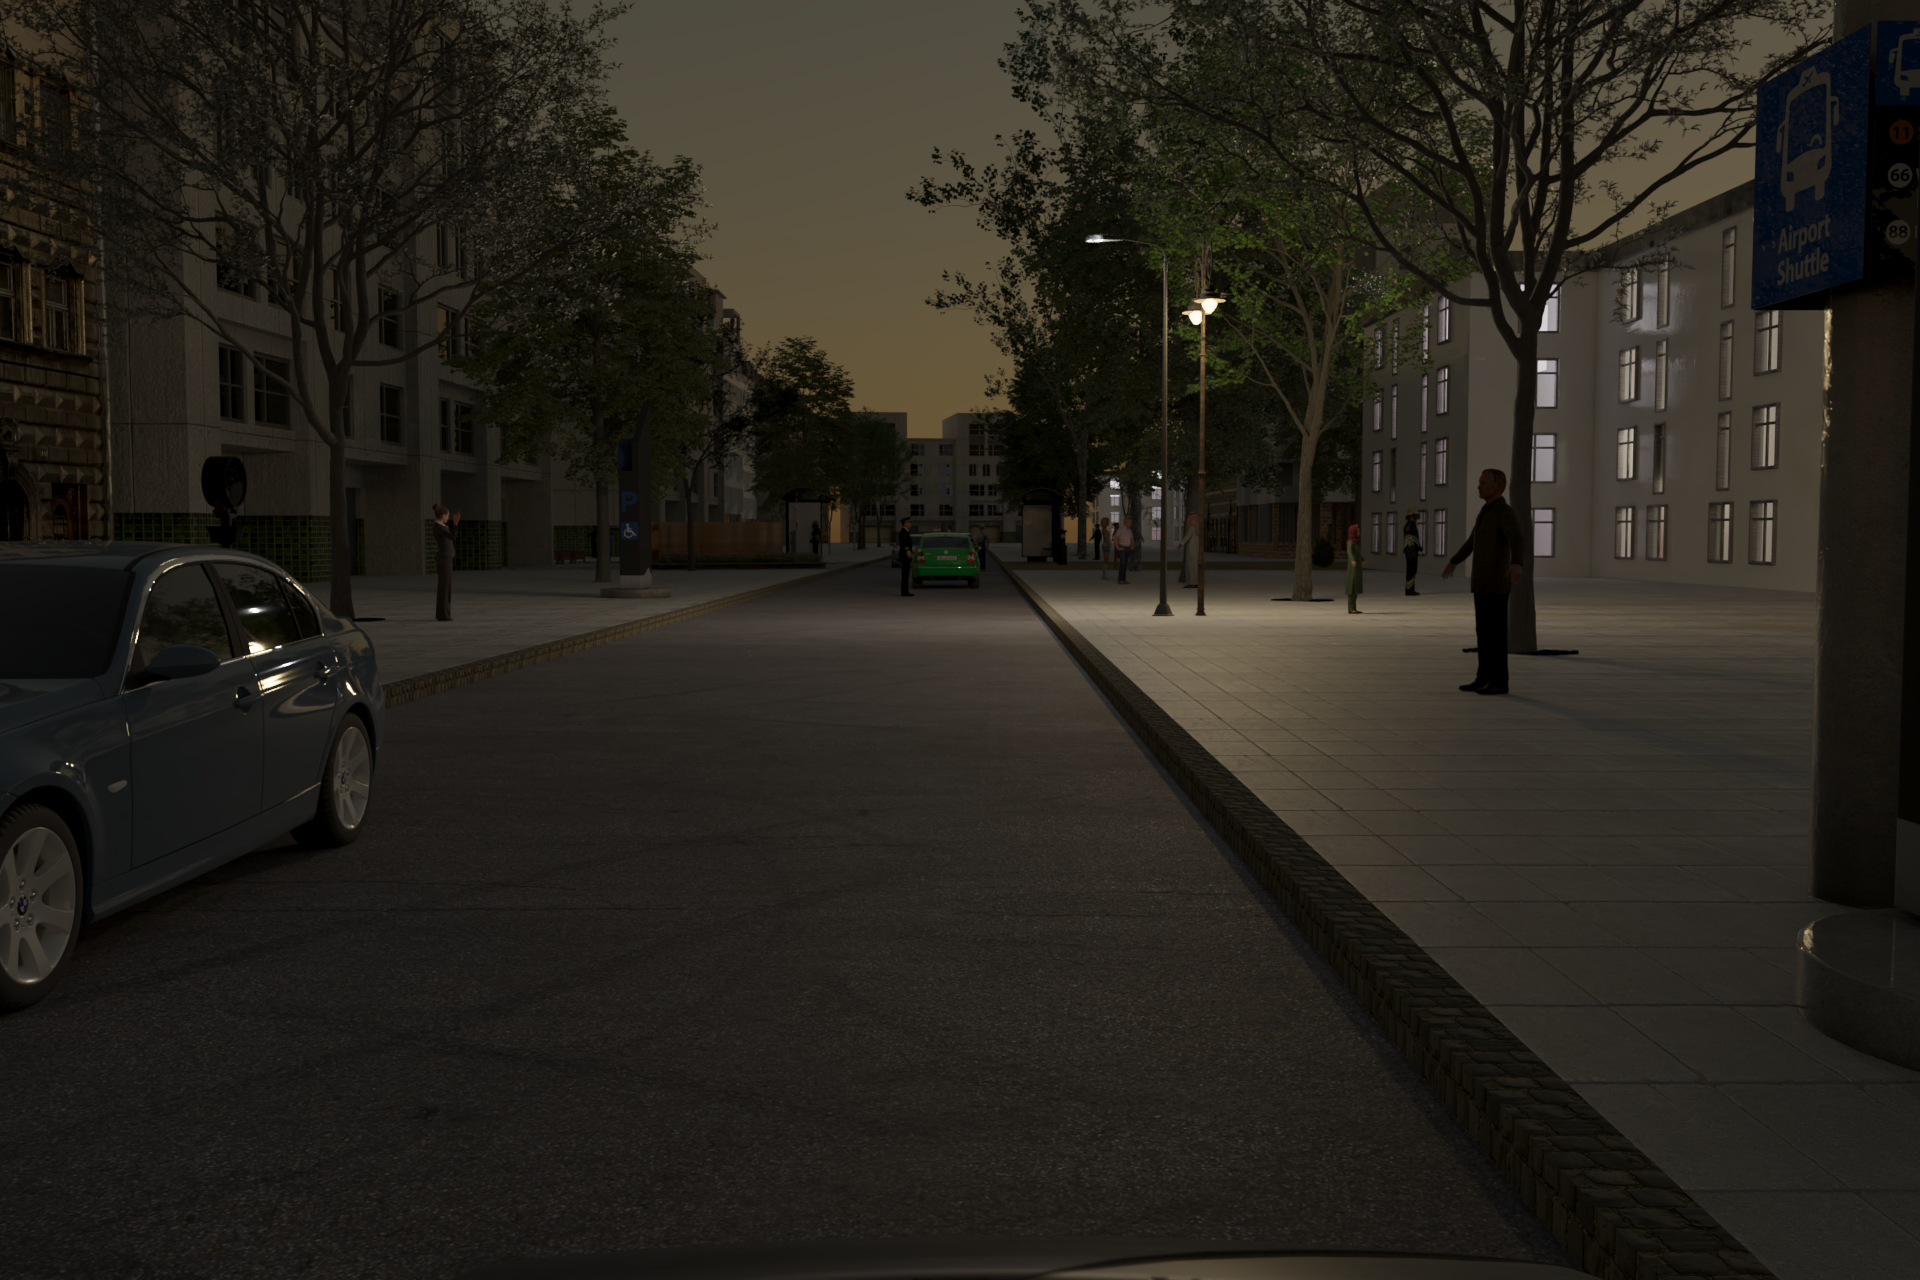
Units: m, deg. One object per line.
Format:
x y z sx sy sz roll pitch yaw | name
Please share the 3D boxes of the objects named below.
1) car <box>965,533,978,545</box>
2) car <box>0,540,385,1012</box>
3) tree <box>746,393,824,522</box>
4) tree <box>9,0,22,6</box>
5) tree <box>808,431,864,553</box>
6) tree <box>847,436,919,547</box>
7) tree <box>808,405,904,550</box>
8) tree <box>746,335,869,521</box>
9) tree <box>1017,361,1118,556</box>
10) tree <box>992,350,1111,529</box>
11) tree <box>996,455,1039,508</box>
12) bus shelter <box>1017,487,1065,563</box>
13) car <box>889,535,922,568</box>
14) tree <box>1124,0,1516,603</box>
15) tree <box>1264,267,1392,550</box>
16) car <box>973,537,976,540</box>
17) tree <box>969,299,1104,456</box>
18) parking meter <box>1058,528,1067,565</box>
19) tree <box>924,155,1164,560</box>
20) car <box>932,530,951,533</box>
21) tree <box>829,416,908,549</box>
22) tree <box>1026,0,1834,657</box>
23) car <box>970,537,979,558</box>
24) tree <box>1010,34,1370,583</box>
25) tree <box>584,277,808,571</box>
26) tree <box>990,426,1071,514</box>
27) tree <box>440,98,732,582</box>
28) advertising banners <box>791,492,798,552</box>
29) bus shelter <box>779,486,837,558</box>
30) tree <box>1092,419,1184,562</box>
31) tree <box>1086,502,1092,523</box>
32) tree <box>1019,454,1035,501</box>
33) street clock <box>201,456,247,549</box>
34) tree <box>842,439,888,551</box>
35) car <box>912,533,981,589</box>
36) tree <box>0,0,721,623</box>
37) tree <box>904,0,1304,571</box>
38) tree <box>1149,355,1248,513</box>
0.073 -5.025 91.746 1.945 1.707 3.694 0 4 0 | car
-3.658 0.323 6.719 2.014 1.417 4.499 0 3 0 | car
-8.678 -8.570 90.479 4.360 8.622 3.978 0 3 0 | tree
-8.904 -3.774 12.072 4.360 8.622 3.978 0 3 0 | tree
-8.761 -10.040 114.511 4.360 8.622 3.978 0 3 0 | tree
-7.767 -14.752 166.951 9.928 11.665 9.643 0 3 0 | tree
-8.315 -13.176 141.176 9.928 11.665 9.643 0 3 0 | tree
-8.823 -11.093 99.505 7.486 12.596 7.792 0 3 0 | tree
6.986 -10.825 102.742 9.928 11.665 9.643 0 3 0 | tree
6.705 -12.919 117.877 9.857 13.997 8.962 0 3 0 | tree
7.036 -14.794 167.643 9.928 11.665 9.643 0 3 0 | tree
3.600 -5.140 77.958 2.014 3.302 5.546 0 4 1 | bus shelter
-2.029 -3.866 75.204 2.014 1.417 4.499 0 4 1 | car
6.687 -6.538 32.652 9.928 11.665 9.643 0 3 0 | tree
16.760 -9.558 74.397 7.486 12.596 7.792 0 3 0 | tree
0.546 -8.986 158.930 2.014 1.417 4.499 0 4 -1 | car
6.840 -17.279 138.403 12.611 20.169 13.585 0 3 0 | tree
4.247 -3.865 71.597 0.372 1.533 0.369 0 3 0 | parking meter
5.064 -14.164 87.465 12.611 20.169 13.585 0 3 0 | tree
-1.501 -8.160 142.094 2.281 1.827 5.304 0 4 1 | car
-8.317 -13.836 151.972 9.928 11.665 9.643 0 3 0 | tree
6.029 -6.606 18.371 12.009 13.543 11.850 0 3 0 | tree
-0.023 -3.593 71.320 1.945 1.354 3.894 0 4 1 | car
6.179 -8.501 45.648 9.857 13.997 8.962 0 3 0 | tree
-9.246 -7.687 60.102 8.767 10.594 7.601 0 4 6 | tree
6.609 -14.686 158.246 7.486 12.596 7.792 0 3 0 | tree
-9.855 -7.835 46.227 7.486 12.596 7.792 0 3 0 | tree
-6.868 -4.631 71.909 0.090 3.025 2.074 0 4 2 | advertising banners
-6.626 -5.026 76.098 2.014 3.302 5.546 0 4 1 | bus shelter
7.239 -7.673 75.814 4.360 8.622 3.978 0 3 0 | tree
20.361 -18.661 255.465 4.360 8.622 3.978 0 3 0 | tree
6.972 -12.199 149.819 4.360 8.622 3.978 0 3 0 | tree
-6.834 -0.707 16.137 0.358 2.002 0.471 0 4 1 | street clock
-8.249 -11.091 131.697 4.360 8.622 3.978 0 3 0 | tree
-0.394 -2.324 46.792 1.959 1.807 4.718 0 4 -1 | car
-9.139 -7.007 24.935 12.009 13.543 11.850 0 3 0 | tree
4.948 -12.505 60.341 12.611 20.169 13.585 0 3 0 | tree
9.536 -7.316 69.974 4.737 8.622 4.395 0 3 0 | tree
